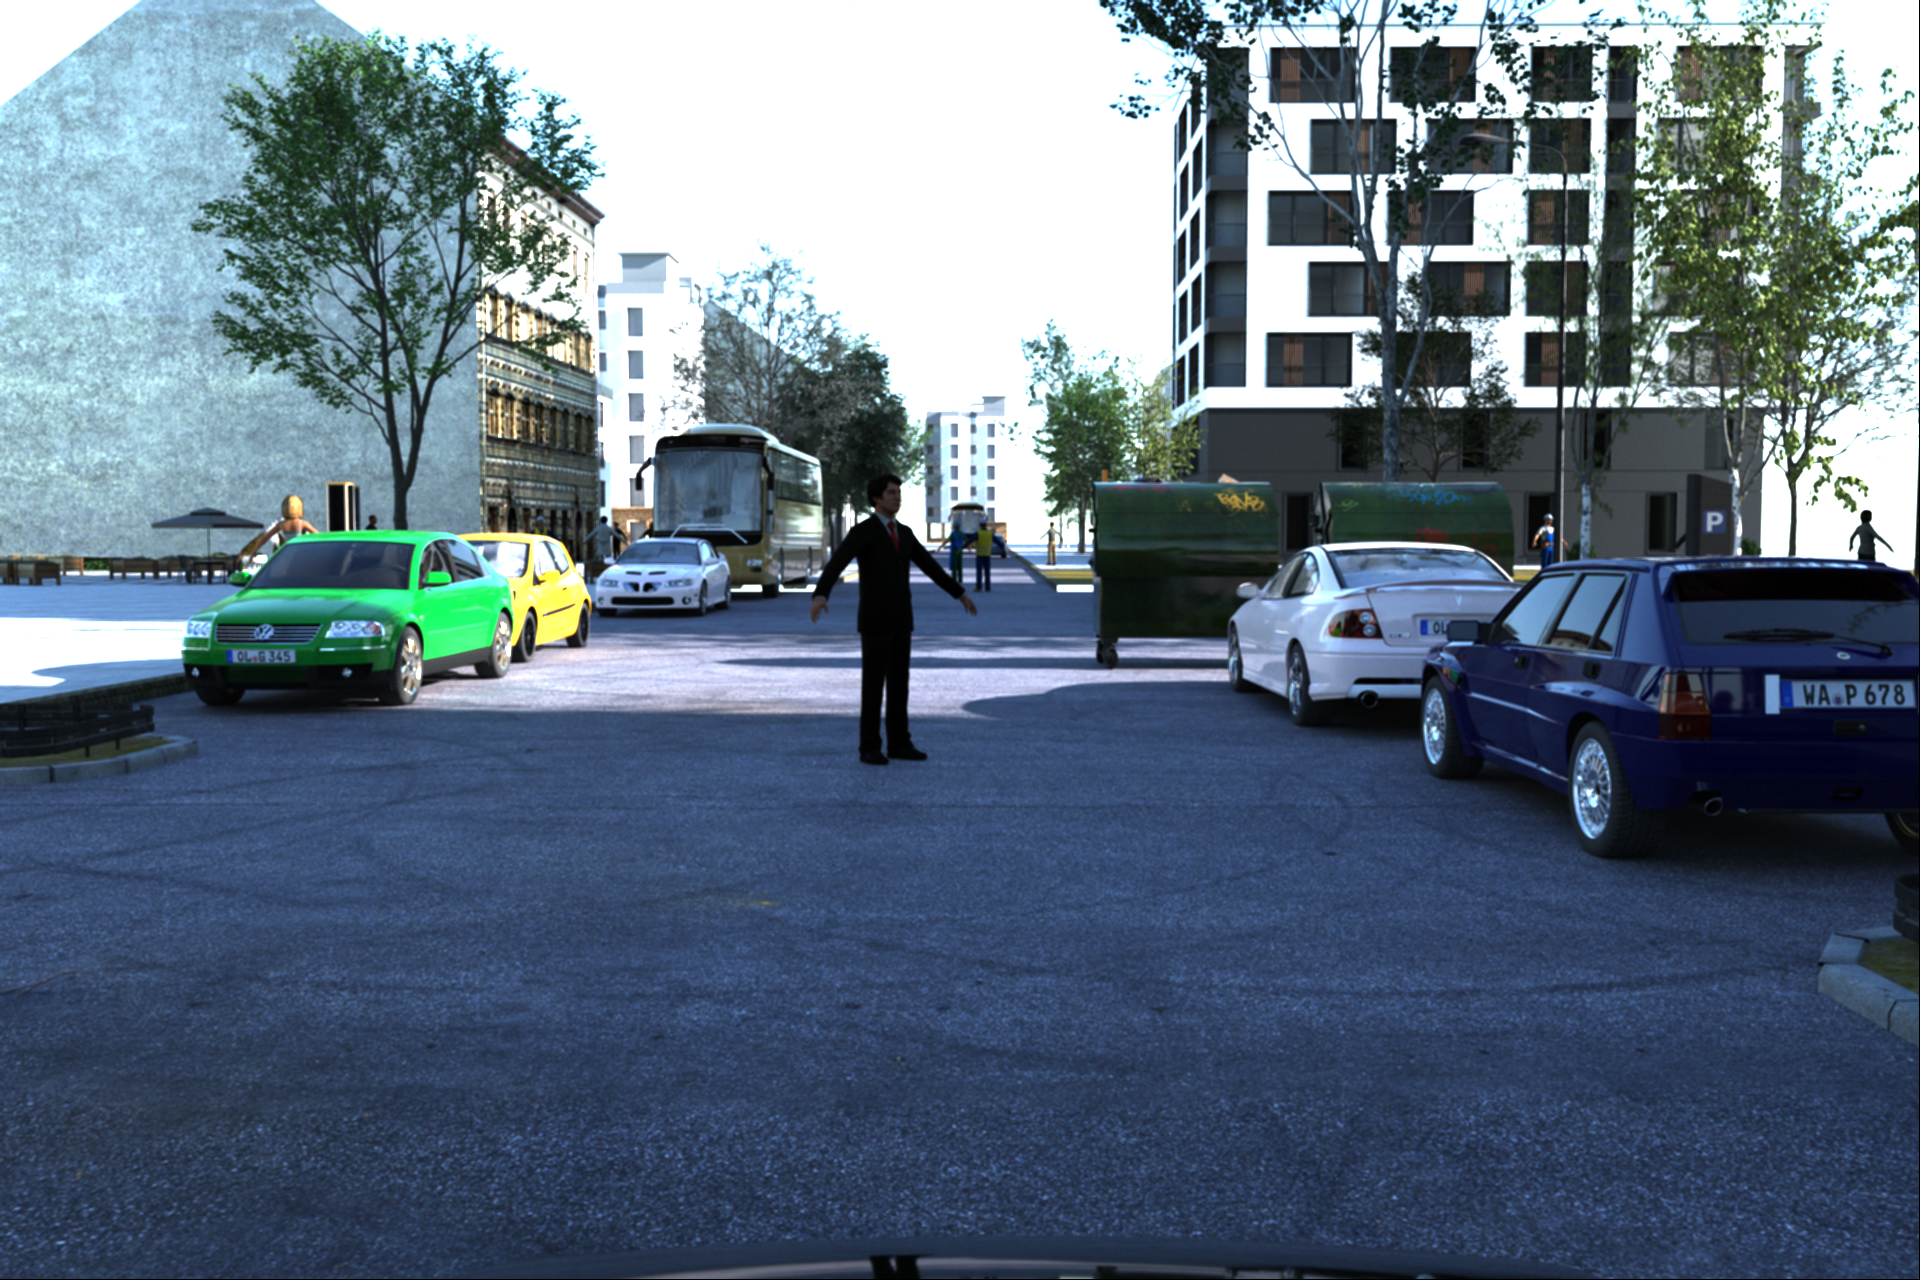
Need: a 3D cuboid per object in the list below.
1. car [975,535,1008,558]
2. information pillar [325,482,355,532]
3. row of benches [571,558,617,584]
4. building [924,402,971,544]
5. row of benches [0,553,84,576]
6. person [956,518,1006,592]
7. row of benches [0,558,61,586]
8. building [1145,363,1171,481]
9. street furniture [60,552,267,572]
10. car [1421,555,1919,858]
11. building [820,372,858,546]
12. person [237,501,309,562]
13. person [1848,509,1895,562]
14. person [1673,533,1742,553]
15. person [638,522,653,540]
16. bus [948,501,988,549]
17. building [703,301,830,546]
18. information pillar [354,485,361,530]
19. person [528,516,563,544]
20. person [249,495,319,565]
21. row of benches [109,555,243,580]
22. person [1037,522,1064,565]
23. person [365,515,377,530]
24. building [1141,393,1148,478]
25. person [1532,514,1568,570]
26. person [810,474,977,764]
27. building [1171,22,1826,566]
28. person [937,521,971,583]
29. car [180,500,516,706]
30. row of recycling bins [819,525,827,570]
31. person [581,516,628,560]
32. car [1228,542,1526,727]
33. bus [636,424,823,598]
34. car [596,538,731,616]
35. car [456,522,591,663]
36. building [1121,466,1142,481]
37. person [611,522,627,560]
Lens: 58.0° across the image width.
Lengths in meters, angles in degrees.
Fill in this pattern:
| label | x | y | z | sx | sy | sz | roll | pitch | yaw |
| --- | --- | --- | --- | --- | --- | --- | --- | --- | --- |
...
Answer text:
| label | x | y | z | sx | sy | sz | roll | pitch | yaw |
| --- | --- | --- | --- | --- | --- | --- | --- | --- | --- |
| car | 1.893 | -5.652 | 104.407 | 2.014 | 1.417 | 4.499 | 0 | 4 | 0 |
| information pillar | -8.858 | -1.242 | 24.806 | 0.304 | 2.012 | 0.304 | 0 | 4 | 1 |
| row of benches | -9.241 | -1.804 | 44.959 | 4.104 | 0.672 | 1.422 | -2 | 4 | -28 |
| building | -4.573 | -23.305 | 239.916 | 11.380 | 20.090 | 16.016 | 0 | 4 | 1 |
| row of benches | -29.072 | -2.403 | 54.748 | 4.104 | 0.672 | 1.422 | 2 | 4 | 33 |
| person | 0.567 | -2.124 | 43.160 | 1.349 | 1.833 | 0.705 | -1 | 4 | -22 |
| row of benches | -24.223 | -1.761 | 44.256 | 4.104 | 0.672 | 1.422 | 3 | 4 | 37 |
| building | 28.429 | -20.697 | 169.325 | 19.493 | 23.208 | 18.063 | 0 | 4 | 1 |
| street furniture | -29.593 | -2.762 | 60.781 | 10.072 | 0.657 | 5.734 | 0 | 4 | 6 |
| car | 3.645 | 0.219 | 9.005 | 1.945 | 1.354 | 3.894 | 0 | 4 | 0 |
| building | -21.703 | -20.726 | 205.327 | 16.747 | 18.905 | 31.486 | 0 | 4 | 1 |
| person | -8.874 | -0.982 | 22.827 | 1.217 | 1.736 | 0.721 | -2 | 4 | -33 |
| person | 16.918 | -1.556 | 32.203 | 0.721 | 1.744 | 1.215 | -1 | 4 | -9 |
| person | 15.116 | -1.776 | 35.098 | 1.348 | 1.821 | 0.705 | 3 | 5 | 41 |
| person | -14.138 | -4.513 | 79.569 | 1.354 | 1.856 | 0.705 | -1 | 4 | -12 |
| bus | 0.693 | -8.713 | 133.998 | 2.896 | 3.916 | 12.252 | 0 | 4 | 1 |
| building | -23.137 | -20.833 | 171.553 | 19.493 | 23.208 | 18.063 | 0 | 4 | 1 |
| information pillar | -9.248 | -1.326 | 26.172 | 0.304 | 2.012 | 0.304 | 0 | 4 | 1 |
| person | -11.419 | -2.494 | 47.244 | 1.216 | 1.772 | 0.721 | -1 | 4 | -19 |
| person | -8.013 | -0.877 | 20.956 | 1.214 | 1.753 | 0.721 | 0 | 4 | 1 |
| row of benches | -22.773 | -2.150 | 50.608 | 1.422 | 0.672 | 4.104 | 2 | 4 | 30 |
| person | 3.757 | -3.968 | 71.149 | 1.348 | 1.796 | 0.705 | -2 | 4 | -33 |
| person | -16.222 | -2.552 | 47.948 | 0.704 | 1.802 | 1.346 | 0 | 4 | 4 |
| building | 29.843 | -21.831 | 187.862 | 19.493 | 23.208 | 18.063 | 0 | 4 | 1 |
| person | 16.759 | -2.660 | 49.349 | 1.347 | 1.847 | 0.705 | -2 | 4 | -28 |
| person | -0.447 | -0.139 | 10.914 | 1.347 | 1.806 | 0.705 | -3 | 5 | -43 |
| building | 24.204 | -14.804 | 86.023 | 27.936 | 21.610 | 32.646 | 0 | 4 | 1 |
| person | -0.122 | -2.561 | 50.451 | 1.347 | 1.817 | 0.704 | -3 | 5 | -44 |
| car | -5.442 | -0.434 | 15.885 | 1.959 | 1.807 | 4.718 | 0 | 4 | 1 |
| row of recycling bins | -5.328 | -3.391 | 62.559 | 1.069 | 1.692 | 3.534 | 0 | 4 | 2 |
| person | -10.242 | -2.674 | 49.911 | 1.347 | 1.806 | 0.705 | 0 | 4 | -5 |
| car | 3.412 | -0.118 | 14.286 | 2.083 | 1.381 | 4.827 | 0 | 4 | 0 |
| bus | -5.214 | -3.101 | 42.254 | 2.896 | 3.916 | 12.252 | 0 | 4 | 1 |
| car | -5.351 | -1.182 | 31.694 | 2.083 | 1.381 | 4.827 | 0 | 4 | 1 |
| car | -5.609 | -0.630 | 20.532 | 2.015 | 1.641 | 3.980 | 0 | 4 | 1 |
| building | 25.548 | -16.693 | 215.081 | 9.099 | 9.664 | 28.070 | 0 | 4 | 1 |
| person | -15.874 | -4.526 | 79.936 | 1.347 | 1.837 | 0.705 | 2 | 4 | 26 |
